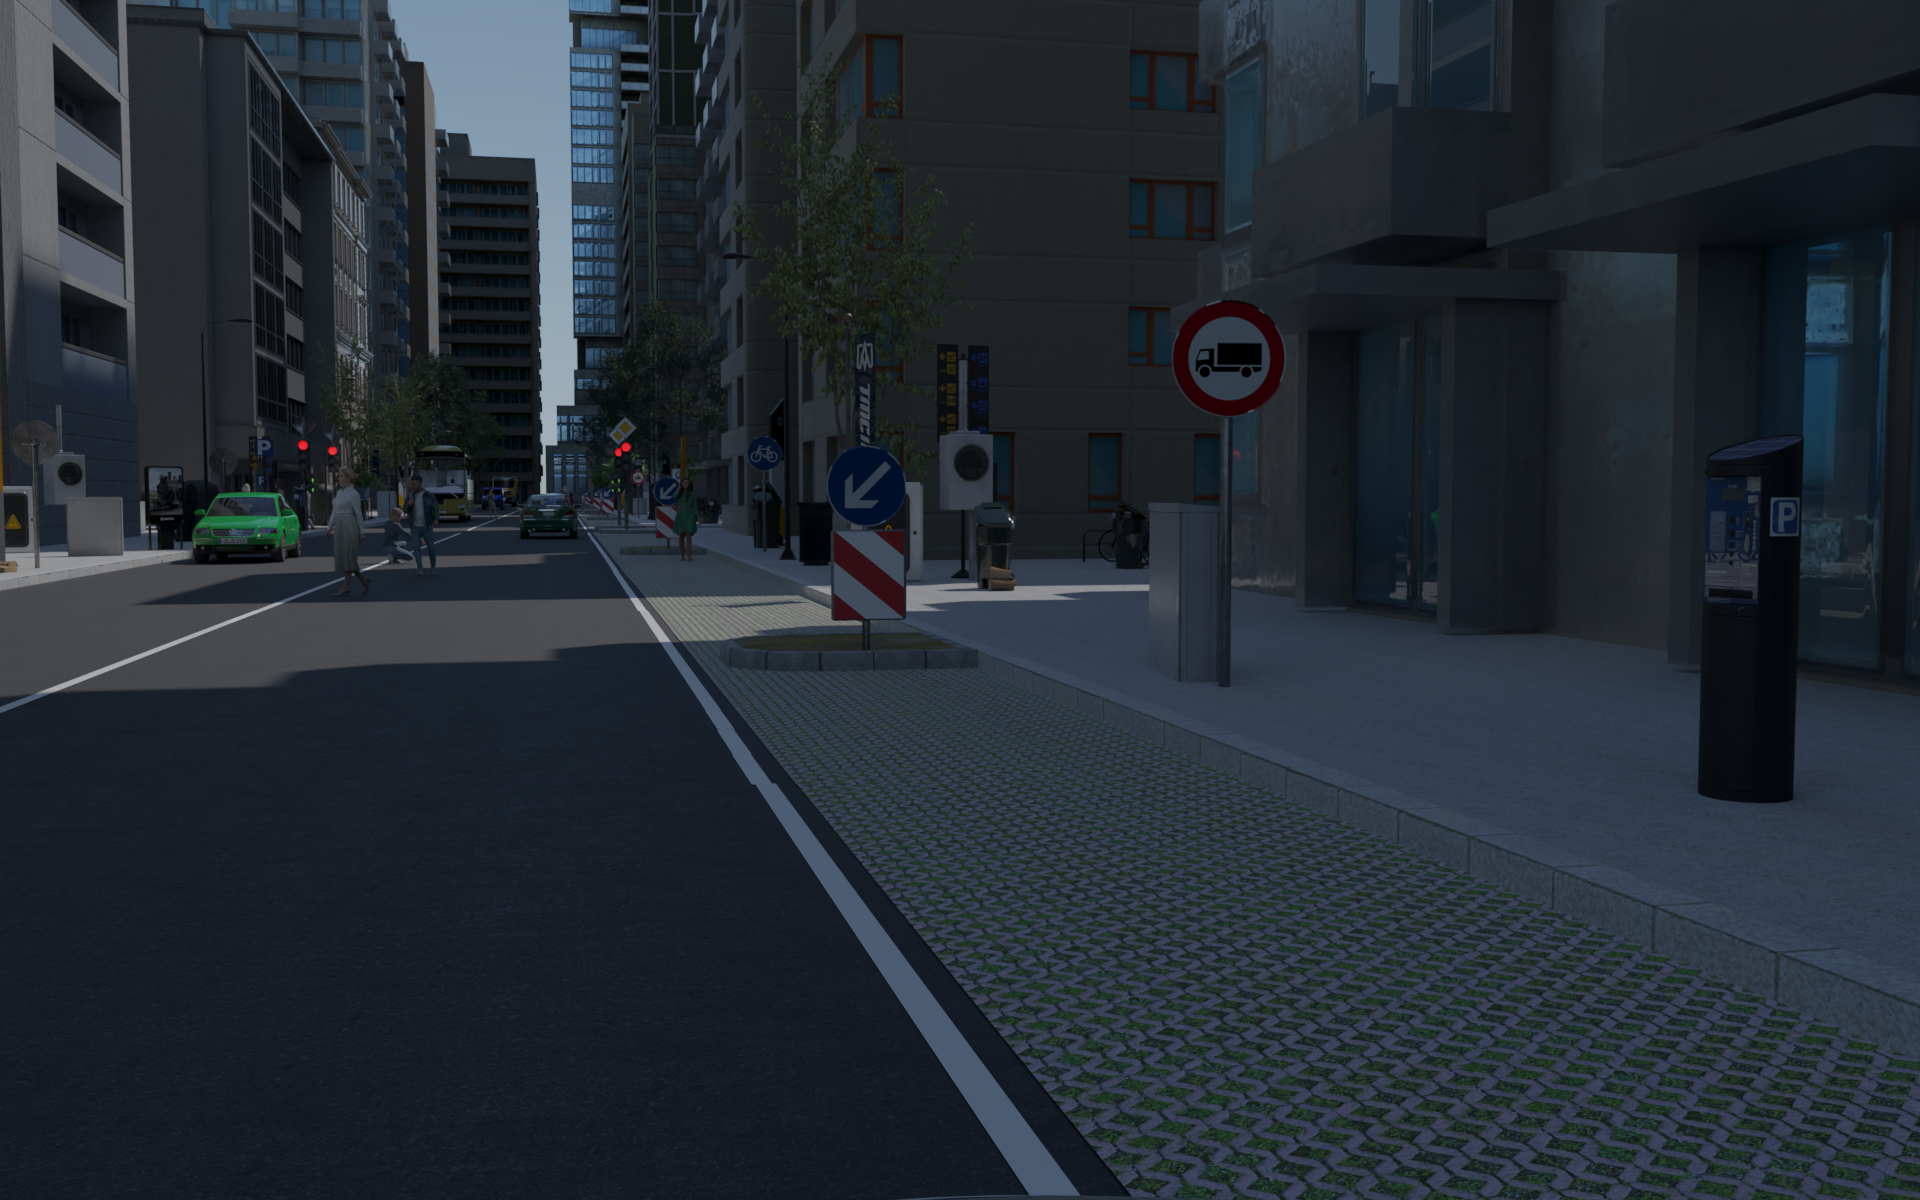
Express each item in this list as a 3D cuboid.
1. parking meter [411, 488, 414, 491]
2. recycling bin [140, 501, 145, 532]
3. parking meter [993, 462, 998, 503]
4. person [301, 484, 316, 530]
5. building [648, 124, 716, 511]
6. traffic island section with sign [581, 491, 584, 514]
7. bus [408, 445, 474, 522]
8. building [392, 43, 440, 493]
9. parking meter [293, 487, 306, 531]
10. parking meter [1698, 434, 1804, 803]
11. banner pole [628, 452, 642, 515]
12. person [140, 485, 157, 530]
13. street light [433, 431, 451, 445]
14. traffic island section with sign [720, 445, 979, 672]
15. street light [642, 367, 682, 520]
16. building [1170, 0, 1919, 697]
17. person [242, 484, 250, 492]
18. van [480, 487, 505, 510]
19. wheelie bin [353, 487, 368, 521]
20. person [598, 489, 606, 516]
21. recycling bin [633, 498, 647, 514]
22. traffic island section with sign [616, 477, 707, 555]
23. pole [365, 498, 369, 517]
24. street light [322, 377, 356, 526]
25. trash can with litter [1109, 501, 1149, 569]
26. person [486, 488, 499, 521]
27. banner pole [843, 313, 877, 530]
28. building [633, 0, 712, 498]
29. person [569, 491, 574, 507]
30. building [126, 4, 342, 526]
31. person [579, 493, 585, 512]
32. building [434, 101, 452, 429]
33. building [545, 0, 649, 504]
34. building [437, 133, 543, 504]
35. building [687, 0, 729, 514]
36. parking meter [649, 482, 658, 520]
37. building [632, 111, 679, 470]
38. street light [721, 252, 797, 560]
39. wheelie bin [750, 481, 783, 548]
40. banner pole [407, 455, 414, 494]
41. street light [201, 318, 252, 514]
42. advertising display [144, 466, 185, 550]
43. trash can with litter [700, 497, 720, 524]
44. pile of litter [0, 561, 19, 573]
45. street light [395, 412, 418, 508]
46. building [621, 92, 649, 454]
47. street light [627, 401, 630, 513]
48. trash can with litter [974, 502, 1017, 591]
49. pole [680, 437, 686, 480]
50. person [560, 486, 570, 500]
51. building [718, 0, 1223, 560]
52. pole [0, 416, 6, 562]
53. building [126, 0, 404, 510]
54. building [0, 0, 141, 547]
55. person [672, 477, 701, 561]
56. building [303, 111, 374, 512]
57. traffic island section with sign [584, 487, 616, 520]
[{"bbox_3d":[-34.787,-6.410,110.509,0.255,1.863,0.399,1,4,13],"label":"parking meter"},{"bbox_3d":[-28.169,-2.826,58.765,0.722,1.027,0.722,0,4,3],"label":"recycling bin"},{"bbox_3d":[0.565,-1.592,31.743,0.255,1.863,0.399,0,4,3],"label":"parking meter"},{"bbox_3d":[-25.082,-3.526,66.246,0.767,1.812,0.694,0,4,3],"label":"person"},{"bbox_3d":[-17.689,-22.517,139.847,14.160,30.474,14.107,-1,4,-13],"label":"building"},{"bbox_3d":[-25.588,-6.913,121.649,1.989,1.847,2.006,-1,4,-13],"label":"traffic island section with sign"},{"bbox_3d":[-26.999,-6.071,90.811,2.896,3.916,12.252,-1,4,-14],"label":"bus"},{"bbox_3d":[-60.525,-32.119,175.261,14.600,45.320,14.200,-1,4,-13],"label":"building"},{"bbox_3d":[-22.784,-3.139,59.736,0.372,1.533,0.369,0,3,0],"label":"parking meter"},{"bbox_3d":[3.339,0.067,7.321,0.372,1.533,0.369,0,3,0],"label":"parking meter"},{"bbox_3d":[-19.412,-6.954,103.718,0.863,3.779,0.401,0,4,6],"label":"banner pole"},{"bbox_3d":[-30.162,-3.452,65.154,1.509,1.804,0.699,0,4,-7],"label":"person"},{"bbox_3d":[-38.072,-9.462,127.252,1.470,5.913,1.316,-1,4,-13],"label":"street light"},{"bbox_3d":[-1.032,-0.382,14.876,1.989,1.847,2.006,-1,4,-13],"label":"traffic island section with sign"},{"bbox_3d":[-10.752,-5.558,63.420,1.470,5.913,1.316,-1,4,-13],"label":"street light"},{"bbox_3d":[15.698,-23.998,11.982,23.786,49.044,30.456,-1,4,-13],"label":"building"},{"bbox_3d":[-25.672,-3.274,62.213,0.537,1.800,0.526,-1,4,-15],"label":"person"},{"bbox_3d":[-42.739,-9.431,158.576,2.240,2.365,5.245,-1,4,-13],"label":"van"},{"bbox_3d":[-28.428,-4.515,81.723,0.980,1.594,0.693,-1,4,-15],"label":"wheelie bin"},{"bbox_3d":[-23.311,-6.363,112.763,0.641,1.798,0.478,3,4,36],"label":"person"},{"bbox_3d":[-20.320,-5.951,109.856,0.722,1.027,0.722,2,4,27],"label":"recycling bin"},{"bbox_3d":[-7.106,-1.998,41.292,1.989,1.847,2.006,-1,4,-13],"label":"traffic island section with sign"},{"bbox_3d":[-33.749,-6.400,98.490,0.158,3.312,0.155,0,3,0],"label":"pole"},{"bbox_3d":[-24.699,-5.895,68.919,1.470,5.913,1.316,-1,4,-13],"label":"street light"},{"bbox_3d":[3.128,-1.127,29.822,1.055,1.170,0.624,-1,4,-13],"label":"trash can with litter"},{"bbox_3d":[-25.260,-5.183,93.576,0.599,1.781,0.374,1,4,21],"label":"person"},{"bbox_3d":[-1.404,-2.074,23.923,0.401,3.779,0.863,-3,5,-40],"label":"banner pole"},{"bbox_3d":[-22.118,-44.855,171.636,20.563,71.187,20.611,-1,4,-13],"label":"building"},{"bbox_3d":[-42.192,-10.970,188.303,0.568,1.767,0.683,2,4,27],"label":"person"},{"bbox_3d":[-39.120,-16.145,83.042,14.314,24.678,30.058,-1,4,-13],"label":"building"},{"bbox_3d":[-29.875,-7.713,137.202,0.503,1.515,0.523,2,4,32],"label":"person"},{"bbox_3d":[-73.750,-35.264,196.168,30.456,49.044,23.786,-1,4,-13],"label":"building"},{"bbox_3d":[-41.841,-56.690,239.547,31.000,86.520,22.319,-1,4,-13],"label":"building"},{"bbox_3d":[-68.042,-37.397,235.144,21.600,48.544,21.300,-1,4,-13],"label":"building"},{"bbox_3d":[-5.145,-30.063,111.143,23.786,49.044,30.456,-1,4,-13],"label":"building"},{"bbox_3d":[-15.111,-4.872,85.370,0.399,1.863,0.255,-2,4,-24],"label":"parking meter"},{"bbox_3d":[-28.661,-30.955,189.703,14.154,41.232,14.086,-1,4,-13],"label":"building"},{"bbox_3d":[-3.896,-3.733,33.584,1.470,5.913,1.316,-1,4,-13],"label":"street light"},{"bbox_3d":[-4.612,-2.032,41.137,0.693,1.594,0.980,-1,4,-20],"label":"wheelie bin"},{"bbox_3d":[-35.614,-7.472,112.181,0.401,3.779,0.863,1,4,22],"label":"banner pole"},{"bbox_3d":[-19.361,-4.476,45.719,1.470,5.913,1.316,-1,4,-13],"label":"street light"},{"bbox_3d":[-18.300,-2.119,39.861,0.123,1.923,0.974,2,4,26],"label":"advertising display"},{"bbox_3d":[-10.844,-3.867,74.614,1.055,1.170,0.624,3,4,38],"label":"trash can with litter"},{"bbox_3d":[-16.210,-0.895,28.596,1.176,0.858,1.719,-2,4,-32],"label":"pile of litter"},{"bbox_3d":[-31.449,-7.691,98.292,1.470,5.913,1.316,-1,4,-13],"label":"street light"},{"bbox_3d":[-29.162,-35.715,207.638,21.300,48.544,21.600,-1,4,-13],"label":"building"},{"bbox_3d":[-16.026,-6.959,86.326,1.470,5.913,1.316,-1,4,-13],"label":"street light"},{"bbox_3d":[0.553,-0.731,23.347,0.624,1.170,1.055,-1,4,-13],"label":"trash can with litter"},{"bbox_3d":[-9.833,-4.146,61.626,0.158,3.312,0.155,0,3,0],"label":"pole"},{"bbox_3d":[-17.719,-4.218,77.650,0.537,1.800,0.526,1,4,12],"label":"person"},{"bbox_3d":[8.288,-12.518,49.709,27.650,21.520,28.899,-1,4,-13],"label":"building"},{"bbox_3d":[-16.854,-2.228,30.265,0.158,3.312,0.155,0,3,0],"label":"pole"},{"bbox_3d":[-60.788,-32.576,152.221,23.786,49.044,30.456,-1,4,-13],"label":"building"},{"bbox_3d":[-37.499,-30.661,43.299,28.212,58.520,21.231,-1,4,-13],"label":"building"},{"bbox_3d":[-5.833,-1.720,36.873,0.600,1.795,0.529,-1,4,-16],"label":"person"},{"bbox_3d":[-44.882,-19.121,109.886,12.463,27.353,25.104,-1,4,-13],"label":"building"},{"bbox_3d":[-19.455,-5.283,95.005,1.989,1.847,2.006,-1,4,-13],"label":"traffic island section with sign"}]
